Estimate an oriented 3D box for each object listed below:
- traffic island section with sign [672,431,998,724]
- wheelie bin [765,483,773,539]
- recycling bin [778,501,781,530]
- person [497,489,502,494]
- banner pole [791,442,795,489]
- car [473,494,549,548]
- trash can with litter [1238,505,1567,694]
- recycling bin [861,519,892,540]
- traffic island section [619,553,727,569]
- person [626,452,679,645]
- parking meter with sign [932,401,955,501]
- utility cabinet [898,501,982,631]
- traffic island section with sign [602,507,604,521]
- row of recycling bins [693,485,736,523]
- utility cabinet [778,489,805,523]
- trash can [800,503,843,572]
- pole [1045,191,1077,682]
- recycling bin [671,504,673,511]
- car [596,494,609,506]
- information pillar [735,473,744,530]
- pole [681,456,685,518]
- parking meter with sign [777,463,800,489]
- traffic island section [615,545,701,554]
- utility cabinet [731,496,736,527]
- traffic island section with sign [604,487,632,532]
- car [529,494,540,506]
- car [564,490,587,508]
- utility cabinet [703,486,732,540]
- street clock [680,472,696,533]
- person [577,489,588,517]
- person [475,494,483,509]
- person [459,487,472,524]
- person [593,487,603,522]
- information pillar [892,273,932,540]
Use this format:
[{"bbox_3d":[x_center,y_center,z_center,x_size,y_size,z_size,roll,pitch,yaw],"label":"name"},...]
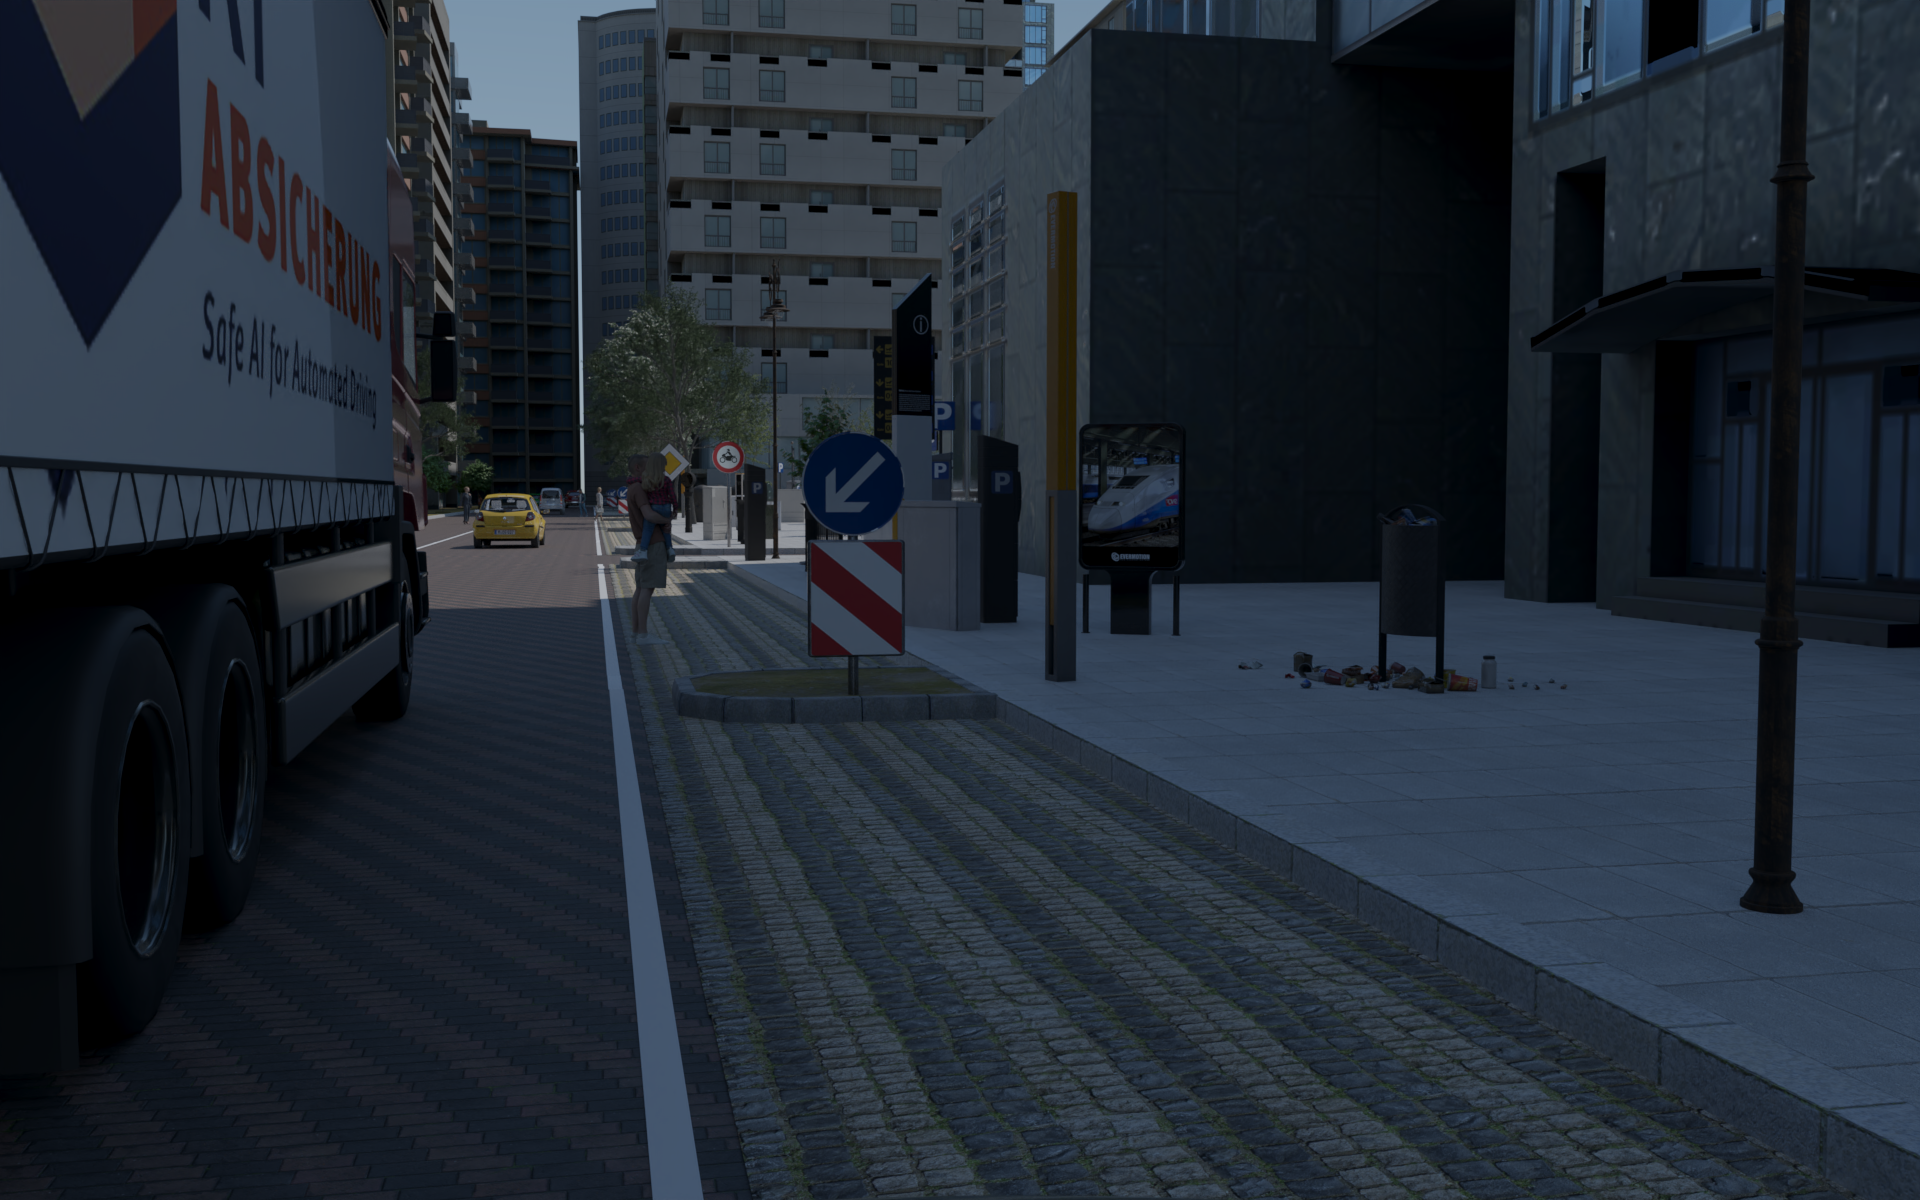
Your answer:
[{"bbox_3d":[-0.931,-0.189,11.719,1.989,1.847,2.006,-1,4,-12],"label":"traffic island section with sign"},{"bbox_3d":[-5.688,-2.529,49.263,0.980,1.594,0.693,-3,5,-43],"label":"wheelie bin"},{"bbox_3d":[-6.724,-2.989,61.426,0.722,1.027,0.722,-1,4,-9],"label":"recycling bin"},{"bbox_3d":[-39.355,-8.536,148.074,1.348,1.824,0.705,0,4,-4],"label":"person"},{"bbox_3d":[-7.952,-5.659,82.549,0.401,3.779,0.863,-1,4,-15],"label":"banner pole"},{"bbox_3d":[-12.256,-2.262,47.215,2.015,1.641,3.980,-1,4,-10],"label":"car"},{"bbox_3d":[2.890,-0.054,11.948,1.678,1.210,2.233,-2,4,-33],"label":"trash can with litter"},{"bbox_3d":[-1.612,-1.365,34.880,0.722,1.027,0.722,-1,4,-8],"label":"recycling bin"},{"bbox_3d":[-5.696,-0.731,34.228,2.009,0.180,2.903,-1,4,-12],"label":"traffic island section"},{"bbox_3d":[-2.959,-0.491,16.495,0.580,1.828,0.573,2,4,23],"label":"person"},{"bbox_3d":[-0.379,-2.172,31.774,0.543,3.016,1.738,0,4,1],"label":"parking meter with sign"},{"bbox_3d":[-0.204,-0.334,16.630,0.306,1.237,1.020,-3,4,-36],"label":"utility cabinet"},{"bbox_3d":[-18.061,-5.128,92.475,1.989,1.847,2.006,-1,4,-12],"label":"traffic island section with sign"},{"bbox_3d":[-10.559,-4.389,78.871,3.534,1.692,1.069,-2,4,-35],"label":"row of recycling bins"},{"bbox_3d":[-7.489,-4.176,76.951,1.173,1.500,0.318,0,4,3],"label":"utility cabinet"},{"bbox_3d":[-2.142,-0.957,27.306,0.748,1.137,0.748,0,3,0],"label":"trash can"},{"bbox_3d":[0.691,-1.099,11.813,0.158,3.312,0.155,0,3,0],"label":"pole"},{"bbox_3d":[-15.984,-5.026,94.723,0.722,1.027,0.722,-2,4,-32],"label":"recycling bin"},{"bbox_3d":[-37.150,-10.364,181.461,2.014,1.417,4.499,-1,4,-12],"label":"car"},{"bbox_3d":[-7.781,-3.496,61.659,0.304,2.012,0.304,2,4,30],"label":"information pillar"},{"bbox_3d":[-14.794,-6.033,92.481,0.158,3.312,0.155,0,3,0],"label":"pole"},{"bbox_3d":[-9.245,-6.098,95.970,1.738,3.016,0.543,2,4,25],"label":"parking meter with sign"},{"bbox_3d":[-7.354,-1.208,42.040,2.009,0.180,2.903,-1,4,-12],"label":"traffic island section"},{"bbox_3d":[-9.004,-3.405,66.836,1.020,1.237,0.306,-3,4,-36],"label":"utility cabinet"},{"bbox_3d":[-12.453,-3.516,66.107,1.989,1.847,2.006,-1,4,-12],"label":"traffic island section with sign"},{"bbox_3d":[-43.527,-10.310,177.371,1.959,1.807,4.718,-1,4,-11],"label":"car"},{"bbox_3d":[-39.009,-10.209,175.595,2.281,1.827,5.304,-1,4,-12],"label":"car"},{"bbox_3d":[-6.745,-2.419,48.227,0.318,1.500,1.173,1,4,19],"label":"utility cabinet"},{"bbox_3d":[-8.987,-3.227,57.327,0.471,2.002,0.358,1,4,19],"label":"street clock"},{"bbox_3d":[-23.803,-6.129,109.052,0.623,1.781,0.721,1,4,20],"label":"person"},{"bbox_3d":[-34.164,-6.812,123.131,0.557,1.426,1.065,-3,5,-43],"label":"person"},{"bbox_3d":[-23.438,-4.476,82.098,0.534,1.772,0.576,1,4,12],"label":"person"},{"bbox_3d":[-18.742,-4.952,89.825,0.624,1.780,0.694,-1,4,-20],"label":"person"},{"bbox_3d":[-0.495,-1.650,18.331,0.504,3.616,0.183,-3,5,-39],"label":"information pillar"}]
